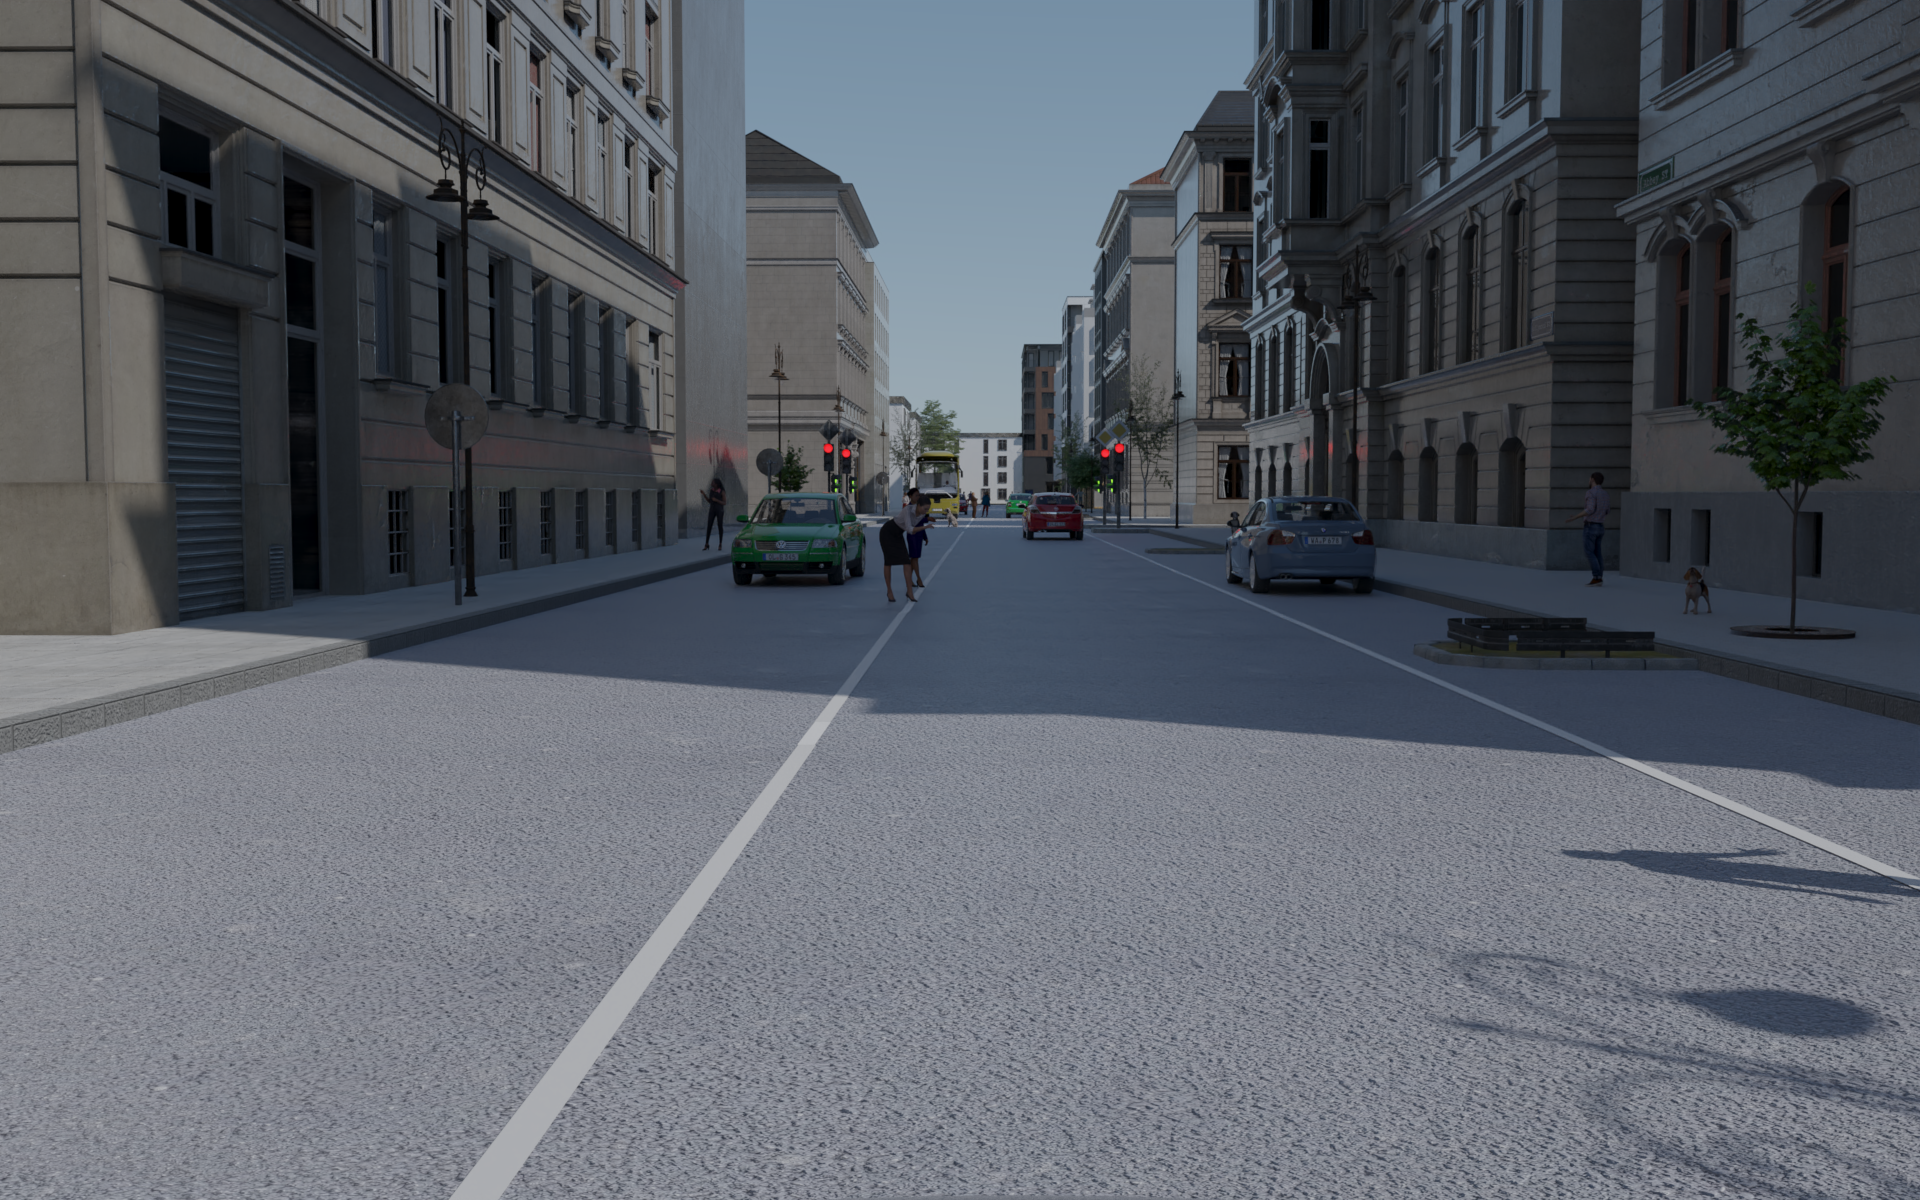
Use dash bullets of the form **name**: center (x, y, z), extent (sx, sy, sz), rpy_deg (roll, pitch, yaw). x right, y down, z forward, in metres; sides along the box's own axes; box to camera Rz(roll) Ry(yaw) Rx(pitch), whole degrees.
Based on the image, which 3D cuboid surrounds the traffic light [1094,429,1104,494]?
- **traffic light**: center (6.035, -5.088, 72.434), extent (0.839, 4.213, 0.868), rpy_deg (0, 4, 1)

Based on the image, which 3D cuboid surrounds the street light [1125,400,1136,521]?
- **street light**: center (8.233, -6.777, 83.596), extent (0.468, 5.910, 1.993), rpy_deg (0, 4, 1)

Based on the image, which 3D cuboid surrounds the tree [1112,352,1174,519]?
- **tree**: center (9.649, -8.493, 89.230), extent (4.360, 8.622, 3.978), rpy_deg (0, 3, 0)

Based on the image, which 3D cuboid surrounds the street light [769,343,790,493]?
- **street light**: center (-5.508, -4.899, 52.891), extent (0.468, 5.910, 1.993), rpy_deg (0, 4, 1)

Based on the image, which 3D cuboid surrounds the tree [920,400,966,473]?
- **tree**: center (-3.131, -17.742, 208.204), extent (7.486, 12.596, 7.792), rpy_deg (0, 3, 0)

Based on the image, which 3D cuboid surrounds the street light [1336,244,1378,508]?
- **street light**: center (7.355, -3.636, 32.235), extent (0.468, 5.910, 1.993), rpy_deg (0, 4, 1)

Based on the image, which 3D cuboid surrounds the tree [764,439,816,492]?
- **tree**: center (-5.983, -4.051, 60.840), extent (1.663, 3.219, 1.824), rpy_deg (0, 3, 0)

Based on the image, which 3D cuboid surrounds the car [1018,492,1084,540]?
- **car**: center (2.946, -2.838, 55.439), extent (2.155, 1.783, 4.494), rpy_deg (0, 4, 0)

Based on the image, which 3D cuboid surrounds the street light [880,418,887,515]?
- **street light**: center (-4.647, -8.084, 104.968), extent (0.468, 5.910, 1.993), rpy_deg (0, 4, 1)

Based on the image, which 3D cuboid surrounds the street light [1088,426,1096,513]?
- **street light**: center (8.802, -8.732, 115.554), extent (0.468, 5.910, 1.993), rpy_deg (0, 4, 1)

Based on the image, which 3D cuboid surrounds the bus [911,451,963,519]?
- **bus**: center (-1.306, -6.784, 102.458), extent (2.896, 3.916, 12.252), rpy_deg (0, 4, 0)

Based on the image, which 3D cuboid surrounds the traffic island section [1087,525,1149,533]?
- **traffic island section**: center (5.932, -2.586, 64.562), extent (2.009, 0.180, 2.903), rpy_deg (0, 4, 1)

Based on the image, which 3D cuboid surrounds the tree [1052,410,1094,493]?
- **tree**: center (9.782, -12.354, 152.344), extent (4.737, 8.622, 4.395), rpy_deg (0, 3, 0)

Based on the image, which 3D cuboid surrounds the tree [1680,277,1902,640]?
- **tree**: center (7.580, -1.279, 15.520), extent (1.663, 3.219, 1.824), rpy_deg (0, 3, 0)

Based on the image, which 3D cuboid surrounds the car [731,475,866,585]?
- **car**: center (-2.619, -1.218, 28.717), extent (1.959, 1.807, 4.718), rpy_deg (0, 4, 3)

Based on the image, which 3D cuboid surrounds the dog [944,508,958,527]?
- **dog**: center (-0.316, -3.583, 75.426), extent (0.513, 0.831, 0.800), rpy_deg (-2, 4, -28)

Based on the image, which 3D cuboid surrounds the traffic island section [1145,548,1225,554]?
- **traffic island section**: center (5.528, -1.183, 42.202), extent (1.991, 0.108, 1.994), rpy_deg (0, 4, 1)

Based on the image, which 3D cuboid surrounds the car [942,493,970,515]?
- **car**: center (-0.358, -6.820, 120.540), extent (2.155, 1.783, 4.494), rpy_deg (0, 3, 0)

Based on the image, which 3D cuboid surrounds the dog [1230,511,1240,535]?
- **dog**: center (7.312, -1.939, 46.074), extent (0.513, 0.831, 0.800), rpy_deg (2, 4, 28)

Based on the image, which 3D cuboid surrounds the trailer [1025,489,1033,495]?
- **trailer**: center (8.375, -12.438, 210.407), extent (1.471, 1.999, 3.904), rpy_deg (0, 4, 2)

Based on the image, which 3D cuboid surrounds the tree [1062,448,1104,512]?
- **tree**: center (8.937, -8.563, 123.725), extent (4.285, 4.588, 4.351), rpy_deg (0, 3, 0)

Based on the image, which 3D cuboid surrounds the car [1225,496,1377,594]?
- **car**: center (5.114, -0.872, 26.260), extent (2.014, 1.417, 4.499), rpy_deg (0, 4, 1)

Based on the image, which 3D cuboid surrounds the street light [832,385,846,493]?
- **street light**: center (-5.145, -6.166, 73.610), extent (0.468, 5.910, 1.993), rpy_deg (0, 4, 1)

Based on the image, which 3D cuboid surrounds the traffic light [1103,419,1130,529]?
- **traffic light**: center (5.892, -4.600, 64.450), extent (0.839, 4.213, 0.868), rpy_deg (0, 4, 1)

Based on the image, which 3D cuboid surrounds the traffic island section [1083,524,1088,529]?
- **traffic island section**: center (6.075, -3.074, 72.546), extent (2.009, 0.180, 2.903), rpy_deg (0, 4, 1)

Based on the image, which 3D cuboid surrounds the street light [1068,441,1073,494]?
- **street light**: center (9.444, -10.666, 147.179), extent (0.468, 5.910, 1.993), rpy_deg (0, 4, 1)

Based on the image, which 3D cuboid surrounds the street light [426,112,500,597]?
- **street light**: center (-6.134, -2.981, 21.534), extent (0.468, 5.910, 1.993), rpy_deg (0, 4, 1)

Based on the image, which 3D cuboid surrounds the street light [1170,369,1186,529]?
- **street light**: center (8.039, -5.578, 63.991), extent (0.468, 5.910, 1.993), rpy_deg (0, 4, 1)

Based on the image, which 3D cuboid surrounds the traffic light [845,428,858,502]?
- **traffic light**: center (-4.725, -5.099, 72.610), extent (0.839, 4.213, 0.868), rpy_deg (0, 4, 1)

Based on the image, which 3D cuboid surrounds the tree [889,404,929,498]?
- **tree**: center (-4.436, -11.618, 140.315), extent (4.360, 8.622, 3.978), rpy_deg (0, 3, 0)

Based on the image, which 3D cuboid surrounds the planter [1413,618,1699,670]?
- **planter**: center (5.041, 0.371, 15.080), extent (1.991, 0.319, 1.994), rpy_deg (0, 4, 1)

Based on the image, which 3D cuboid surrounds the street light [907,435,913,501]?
- **street light**: center (-3.988, -10.017, 136.558), extent (0.468, 5.910, 1.993), rpy_deg (0, 4, 1)

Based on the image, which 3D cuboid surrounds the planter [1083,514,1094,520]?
- **planter**: center (6.516, -4.661, 97.352), extent (1.991, 0.319, 1.994), rpy_deg (0, 4, 1)

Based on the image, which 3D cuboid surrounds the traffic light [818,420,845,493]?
- **traffic light**: center (-4.868, -4.611, 64.626), extent (0.839, 4.213, 0.868), rpy_deg (0, 4, 1)

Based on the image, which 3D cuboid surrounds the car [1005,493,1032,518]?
- **car**: center (3.647, -5.789, 103.444), extent (1.959, 1.807, 4.718), rpy_deg (0, 4, 2)
